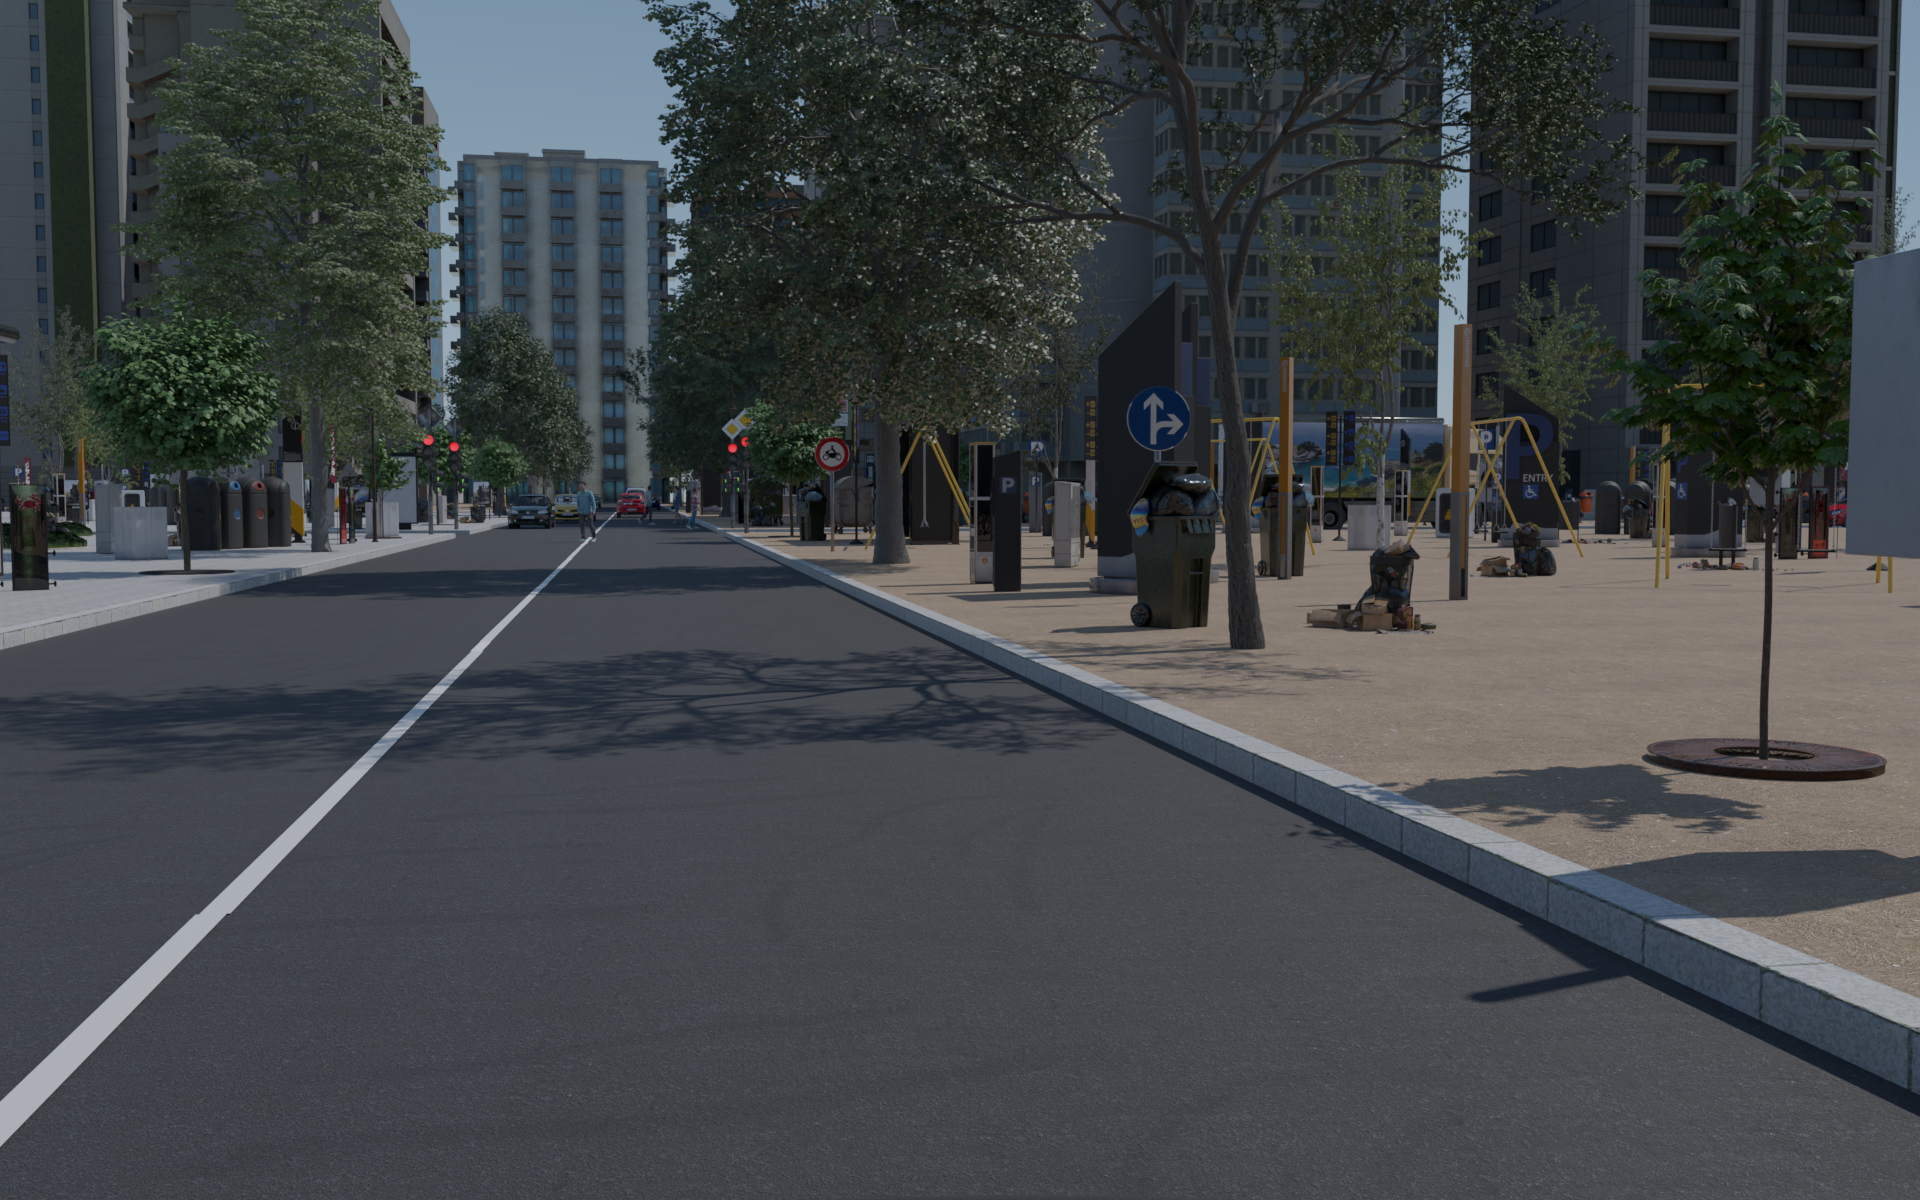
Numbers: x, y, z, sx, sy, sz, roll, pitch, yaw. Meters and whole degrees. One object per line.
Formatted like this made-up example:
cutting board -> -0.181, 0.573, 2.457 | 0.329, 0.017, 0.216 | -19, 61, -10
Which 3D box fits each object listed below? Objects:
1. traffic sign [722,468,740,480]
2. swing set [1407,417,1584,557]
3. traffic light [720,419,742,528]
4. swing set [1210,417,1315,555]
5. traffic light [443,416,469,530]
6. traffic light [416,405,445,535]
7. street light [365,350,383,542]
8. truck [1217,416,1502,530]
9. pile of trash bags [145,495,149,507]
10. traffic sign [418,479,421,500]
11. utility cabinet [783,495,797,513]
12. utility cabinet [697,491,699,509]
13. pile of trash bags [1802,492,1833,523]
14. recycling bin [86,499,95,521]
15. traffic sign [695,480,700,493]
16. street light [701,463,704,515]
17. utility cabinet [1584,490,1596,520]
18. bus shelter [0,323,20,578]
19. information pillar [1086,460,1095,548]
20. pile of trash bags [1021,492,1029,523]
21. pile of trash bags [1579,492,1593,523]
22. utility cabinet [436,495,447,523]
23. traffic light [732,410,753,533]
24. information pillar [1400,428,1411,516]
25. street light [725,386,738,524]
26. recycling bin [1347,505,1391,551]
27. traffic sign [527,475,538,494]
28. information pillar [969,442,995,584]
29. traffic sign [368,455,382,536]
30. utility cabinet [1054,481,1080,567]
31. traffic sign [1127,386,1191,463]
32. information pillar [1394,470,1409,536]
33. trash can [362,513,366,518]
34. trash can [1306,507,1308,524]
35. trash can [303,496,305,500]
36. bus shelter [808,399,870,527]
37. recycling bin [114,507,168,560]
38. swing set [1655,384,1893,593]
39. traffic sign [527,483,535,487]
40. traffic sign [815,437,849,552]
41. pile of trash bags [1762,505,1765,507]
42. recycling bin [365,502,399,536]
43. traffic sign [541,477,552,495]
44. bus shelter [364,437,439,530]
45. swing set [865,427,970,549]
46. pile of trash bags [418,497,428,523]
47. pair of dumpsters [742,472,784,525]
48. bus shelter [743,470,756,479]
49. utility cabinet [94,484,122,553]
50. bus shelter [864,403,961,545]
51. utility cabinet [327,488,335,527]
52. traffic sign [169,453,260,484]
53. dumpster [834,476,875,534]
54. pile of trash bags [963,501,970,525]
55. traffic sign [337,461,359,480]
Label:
traffic sign -> -8.801, -4.108, 67.175 | 0.884, 2.594, 0.081 | 0, 4, -3
swing set -> 11.174, -2.383, 36.587 | 2.862, 2.851, 3.119 | 0, 4, -4
traffic light -> -8.490, -4.621, 64.481 | 0.839, 4.253, 0.868 | -1, 4, -11
swing set -> 5.536, -2.361, 36.220 | 2.862, 2.851, 3.119 | -3, 5, -44
traffic light -> -18.228, -4.509, 62.641 | 0.839, 4.253, 0.868 | -1, 4, -11
traffic light -> -16.753, -4.029, 54.792 | 0.839, 4.253, 0.868 | -1, 4, -11
street light -> -15.617, -4.482, 46.063 | 0.468, 5.910, 1.993 | -1, 4, -11
truck -> 15.302, -4.613, 64.332 | 11.283, 4.237, 2.839 | -1, 4, -11
pile of trash bags -> -54.110, -6.422, 114.758 | 3.447, 1.369, 1.912 | 0, 4, -5
traffic sign -> -26.889, -5.246, 85.870 | 0.768, 2.556, 0.104 | 0, 4, -2
utility cabinet -> -11.679, -6.576, 118.676 | 1.020, 1.237, 0.306 | -2, 4, -24
utility cabinet -> -20.389, -7.780, 135.877 | 0.318, 1.500, 1.173 | 1, 4, 23
pile of trash bags -> 37.818, -4.067, 76.246 | 1.912, 1.369, 3.447 | 0, 4, -4
recycling bin -> -41.036, -4.228, 81.686 | 0.722, 1.027, 0.722 | 0, 4, 8
traffic sign -> -17.976, -7.182, 119.554 | 0.606, 2.300, 0.079 | 0, 4, -6
street light -> -15.763, -8.132, 105.741 | 0.468, 5.910, 1.993 | -1, 4, -11
utility cabinet -> 31.425, -4.696, 85.458 | 1.173, 1.500, 0.318 | 2, 4, 35
bus shelter -> -11.967, -2.414, 17.102 | 2.179, 5.291, 8.768 | -1, 4, -11
information pillar -> 3.140, -3.075, 41.626 | 0.183, 3.616, 0.504 | -1, 4, -13
pile of trash bags -> 2.685, -4.050, 75.963 | 1.912, 1.369, 3.447 | -1, 4, -10
pile of trash bags -> 26.560, -4.075, 76.373 | 3.447, 1.369, 1.912 | -2, 4, -27
utility cabinet -> -22.936, -4.004, 76.630 | 0.306, 1.237, 1.020 | 0, 4, -7
traffic light -> -7.015, -4.141, 56.632 | 0.839, 4.253, 0.868 | -1, 4, -11
information pillar -> 15.642, -4.253, 60.890 | 0.183, 3.616, 0.504 | -2, 4, -25
street light -> -9.634, -6.134, 73.074 | 0.468, 5.910, 1.993 | -1, 4, -11
recycling bin -> 9.368, -1.658, 39.663 | 0.722, 1.027, 0.722 | -1, 4, -23
traffic sign -> -28.819, -7.139, 116.825 | 0.768, 2.556, 0.104 | 0, 4, -5
information pillar -> 0.317, -1.238, 24.739 | 0.304, 2.012, 0.304 | -1, 4, -15
traffic sign -> -17.049, -3.106, 50.892 | 0.768, 2.556, 0.104 | 0, 4, -6
utility cabinet -> 1.912, -1.342, 30.624 | 0.318, 1.500, 1.173 | 1, 4, 12
traffic sign -> 2.335, -1.247, 20.499 | 0.768, 2.556, 0.104 | 0, 4, -7
information pillar -> 13.525, -2.972, 53.087 | 0.304, 2.012, 0.304 | -3, 5, -42
trash can -> -32.219, -5.034, 93.966 | 0.748, 1.137, 0.748 | 0, 3, 0
trash can -> 11.529, -2.891, 58.926 | 0.748, 1.137, 0.748 | 0, 3, 0
trash can -> -44.074, -6.363, 115.683 | 0.748, 1.137, 0.748 | 0, 3, 0
bus shelter -> -5.306, -5.697, 70.777 | 2.179, 5.291, 8.768 | -1, 4, -11
recycling bin -> -16.099, -1.314, 34.043 | 0.722, 1.027, 0.722 | 2, 4, 33
swing set -> 11.280, -1.632, 24.306 | 3.119, 2.851, 2.862 | 2, 4, 25
traffic sign -> -33.290, -8.233, 134.719 | 0.768, 2.556, 0.104 | 0, 4, -2
traffic sign -> -2.849, -2.356, 38.628 | 0.768, 2.556, 0.104 | 0, 4, -7
pile of trash bags -> 34.566, -4.093, 76.678 | 1.912, 1.369, 3.447 | 3, 5, 40
recycling bin -> -17.577, -2.454, 52.670 | 0.722, 1.027, 0.722 | 3, 4, 38
traffic sign -> -31.610, -8.094, 132.334 | 0.884, 2.594, 0.081 | 0, 4, -5
bus shelter -> -20.729, -4.321, 64.568 | 2.014, 3.302, 5.546 | -1, 4, -11
swing set -> -0.856, -2.690, 41.598 | 2.862, 2.851, 3.119 | 0, 4, -3
pile of trash bags -> -24.690, -4.129, 77.267 | 1.912, 1.369, 3.447 | -1, 4, -15
pair of dumpsters -> -8.193, -4.281, 72.490 | 1.574, 2.255, 4.437 | -1, 4, -11
bus shelter -> -13.774, -8.547, 117.376 | 2.179, 5.291, 8.768 | -1, 4, -11
utility cabinet -> -18.473, -1.766, 37.560 | 0.318, 1.500, 1.173 | -1, 4, -15
bus shelter -> -1.331, -3.390, 46.717 | 1.731, 3.624, 6.357 | -1, 4, -11
utility cabinet -> -24.316, -3.546, 66.650 | 0.318, 1.500, 1.173 | -2, 4, -29
traffic sign -> -19.025, -3.078, 44.195 | 2.265, 3.308, 0.079 | 0, 4, -3
dumpster -> -3.452, -3.083, 56.172 | 1.264, 1.857, 1.865 | -1, 4, -11
pile of trash bags -> -1.339, -3.805, 71.957 | 3.447, 1.369, 1.912 | 0, 4, -6
traffic sign -> -23.840, -4.133, 67.581 | 0.884, 2.594, 0.081 | -1, 4, -10
